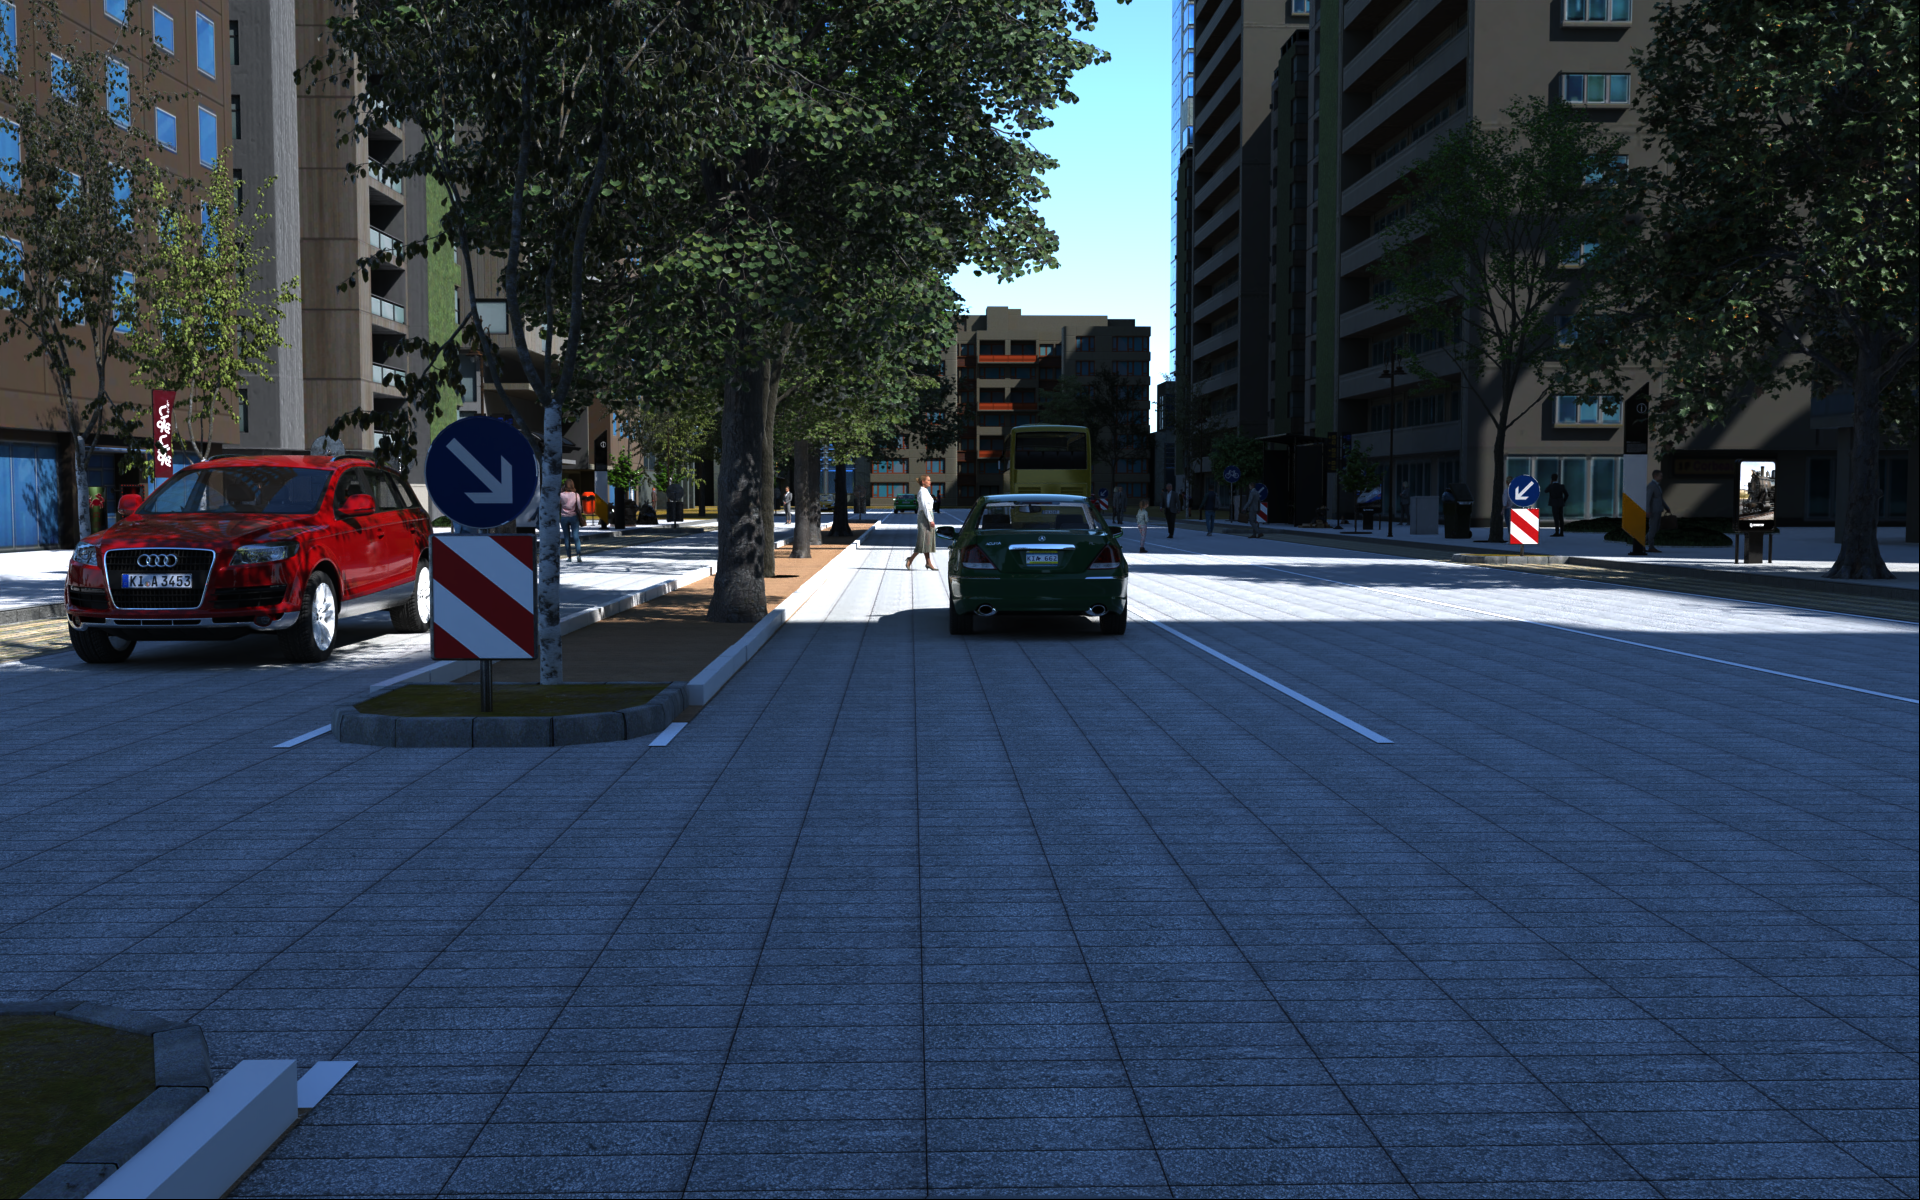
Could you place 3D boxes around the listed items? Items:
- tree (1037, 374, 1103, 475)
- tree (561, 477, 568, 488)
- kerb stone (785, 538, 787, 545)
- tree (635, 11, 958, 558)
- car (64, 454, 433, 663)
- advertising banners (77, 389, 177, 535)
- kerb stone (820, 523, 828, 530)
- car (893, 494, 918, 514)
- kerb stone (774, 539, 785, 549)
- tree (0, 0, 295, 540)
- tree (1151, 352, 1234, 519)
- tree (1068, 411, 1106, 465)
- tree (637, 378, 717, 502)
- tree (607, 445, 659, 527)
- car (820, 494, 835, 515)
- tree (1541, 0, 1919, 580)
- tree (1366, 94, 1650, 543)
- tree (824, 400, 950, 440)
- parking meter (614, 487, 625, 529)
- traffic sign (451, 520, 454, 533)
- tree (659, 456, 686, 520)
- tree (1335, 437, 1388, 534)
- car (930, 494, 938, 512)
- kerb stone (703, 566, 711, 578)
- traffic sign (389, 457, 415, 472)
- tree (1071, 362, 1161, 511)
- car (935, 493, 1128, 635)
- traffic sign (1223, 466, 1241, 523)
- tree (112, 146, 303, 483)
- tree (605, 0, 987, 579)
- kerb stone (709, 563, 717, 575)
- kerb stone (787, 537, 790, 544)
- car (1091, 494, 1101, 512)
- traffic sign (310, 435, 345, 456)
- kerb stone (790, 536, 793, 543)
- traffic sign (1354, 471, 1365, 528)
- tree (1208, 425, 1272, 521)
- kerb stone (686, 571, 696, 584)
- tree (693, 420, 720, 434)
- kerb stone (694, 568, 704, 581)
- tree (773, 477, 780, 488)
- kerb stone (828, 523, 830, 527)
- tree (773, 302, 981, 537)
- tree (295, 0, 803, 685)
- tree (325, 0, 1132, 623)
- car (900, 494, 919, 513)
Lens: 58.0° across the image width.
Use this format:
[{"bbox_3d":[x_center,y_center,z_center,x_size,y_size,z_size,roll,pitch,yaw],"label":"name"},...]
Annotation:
[{"bbox_3d":[10.173,-15.018,163.665,7.486,12.596,7.792,0,3,0],"label":"tree"},{"bbox_3d":[-20.108,-5.538,85.148,1.663,3.219,1.824,0,3,0],"label":"tree"},{"bbox_3d":[-4.944,-1.573,47.915,0.120,0.150,1.000,0,4,-2],"label":"kerb stone"},{"bbox_3d":[-3.648,-7.218,38.606,7.486,12.596,7.792,0,3,0],"label":"tree"},{"bbox_3d":[-6.479,-0.471,16.381,2.281,1.827,5.304,0,4,-2],"label":"car"},{"bbox_3d":[-13.579,-1.967,28.341,0.090,3.025,2.074,1,4,20],"label":"advertising banners"},{"bbox_3d":[-5.621,-3.010,71.486,0.120,0.150,1.000,0,4,-2],"label":"kerb stone"},{"bbox_3d":[-4.000,-7.322,128.507,1.959,1.807,4.718,0,4,-1],"label":"car"},{"bbox_3d":[-4.913,-1.501,46.890,0.120,0.150,1.000,0,4,-2],"label":"kerb stone"},{"bbox_3d":[-11.947,-4.450,23.114,4.360,8.622,3.978,0,3,0],"label":"tree"},{"bbox_3d":[12.140,-8.569,90.466,4.360,8.622,3.978,0,3,0],"label":"tree"},{"bbox_3d":[10.299,-12.029,147.042,4.360,8.622,3.978,0,3,0],"label":"tree"},{"bbox_3d":[-13.727,-8.086,82.570,4.737,8.622,4.395,0,3,0],"label":"tree"},{"bbox_3d":[-13.184,-4.507,68.283,1.663,3.219,1.824,0,3,0],"label":"tree"},{"bbox_3d":[-9.440,-6.767,120.866,2.015,1.641,3.980,0,4,-2],"label":"car"},{"bbox_3d":[13.857,-6.669,26.054,9.611,12.733,9.660,0,3,0],"label":"tree"},{"bbox_3d":[14.306,-7.318,45.407,9.928,11.665,9.643,0,3,0],"label":"tree"},{"bbox_3d":[-4.549,-8.003,67.718,8.767,10.594,7.601,0,4,-2],"label":"tree"},{"bbox_3d":[-12.472,-3.369,63.487,0.372,1.533,0.369,0,3,0],"label":"parking meter"},{"bbox_3d":[-12.126,-2.527,41.326,0.884,2.594,0.081,0,4,5],"label":"traffic sign"},{"bbox_3d":[-14.808,-5.682,87.501,1.663,3.219,1.824,0,3,0],"label":"tree"},{"bbox_3d":[12.728,-3.755,55.996,1.663,3.219,1.824,0,3,0],"label":"tree"},{"bbox_3d":[-2.668,-7.991,140.446,2.009,1.686,4.222,0,4,-1],"label":"car"},{"bbox_3d":[-4.408,-0.447,29.498,0.120,0.150,1.000,0,4,-2],"label":"kerb stone"},{"bbox_3d":[-14.184,-2.678,43.892,0.768,2.556,0.104,0,4,6],"label":"traffic sign"},{"bbox_3d":[10.676,-11.538,123.053,7.601,10.594,8.767,-1,4,-21],"label":"tree"},{"bbox_3d":[0.788,-0.446,19.083,2.131,1.459,4.920,0,4,0],"label":"car"},{"bbox_3d":[12.127,-4.720,77.274,0.768,2.556,0.104,0,4,8],"label":"traffic sign"},{"bbox_3d":[-16.304,-5.309,37.172,4.737,8.622,4.395,0,3,0],"label":"tree"},{"bbox_3d":[-3.234,-6.174,29.158,9.928,11.665,9.643,0,3,0],"label":"tree"},{"bbox_3d":[-4.434,-0.506,30.520,0.120,0.150,1.000,0,4,-2],"label":"kerb stone"},{"bbox_3d":[-4.965,-1.636,48.937,0.120,0.150,1.000,0,4,-2],"label":"kerb stone"},{"bbox_3d":[7.010,-5.513,99.179,2.155,1.783,4.494,0,4,-1],"label":"car"},{"bbox_3d":[-13.551,-2.264,37.127,0.768,2.556,0.104,0,4,3],"label":"traffic sign"},{"bbox_3d":[-4.994,-1.698,49.959,0.120,0.150,1.000,0,4,-2],"label":"kerb stone"},{"bbox_3d":[14.997,-4.005,65.594,0.768,2.556,0.104,0,4,6],"label":"traffic sign"},{"bbox_3d":[13.254,-6.017,82.093,4.285,4.588,4.351,0,3,0],"label":"tree"},{"bbox_3d":[-4.343,-0.322,27.454,0.120,0.150,1.000,0,4,-2],"label":"kerb stone"},{"bbox_3d":[-15.016,-13.341,128.493,12.009,13.543,11.850,0,3,0],"label":"tree"},{"bbox_3d":[-4.369,-0.384,28.476,0.120,0.150,1.000,0,4,-2],"label":"kerb stone"},{"bbox_3d":[-16.312,-9.374,147.869,1.663,3.219,1.824,0,3,0],"label":"tree"},{"bbox_3d":[-5.650,-3.076,72.510,0.120,0.150,1.000,0,4,-2],"label":"kerb stone"},{"bbox_3d":[-4.033,-8.483,58.164,9.611,12.733,9.660,0,3,0],"label":"tree"},{"bbox_3d":[-2.788,-3.601,11.698,4.360,8.622,3.978,0,3,0],"label":"tree"},{"bbox_3d":[-2.506,-6.729,19.130,9.857,13.997,8.962,0,3,0],"label":"tree"},{"bbox_3d":[-3.743,-7.614,134.269,2.009,1.686,4.222,0,4,0],"label":"car"}]
